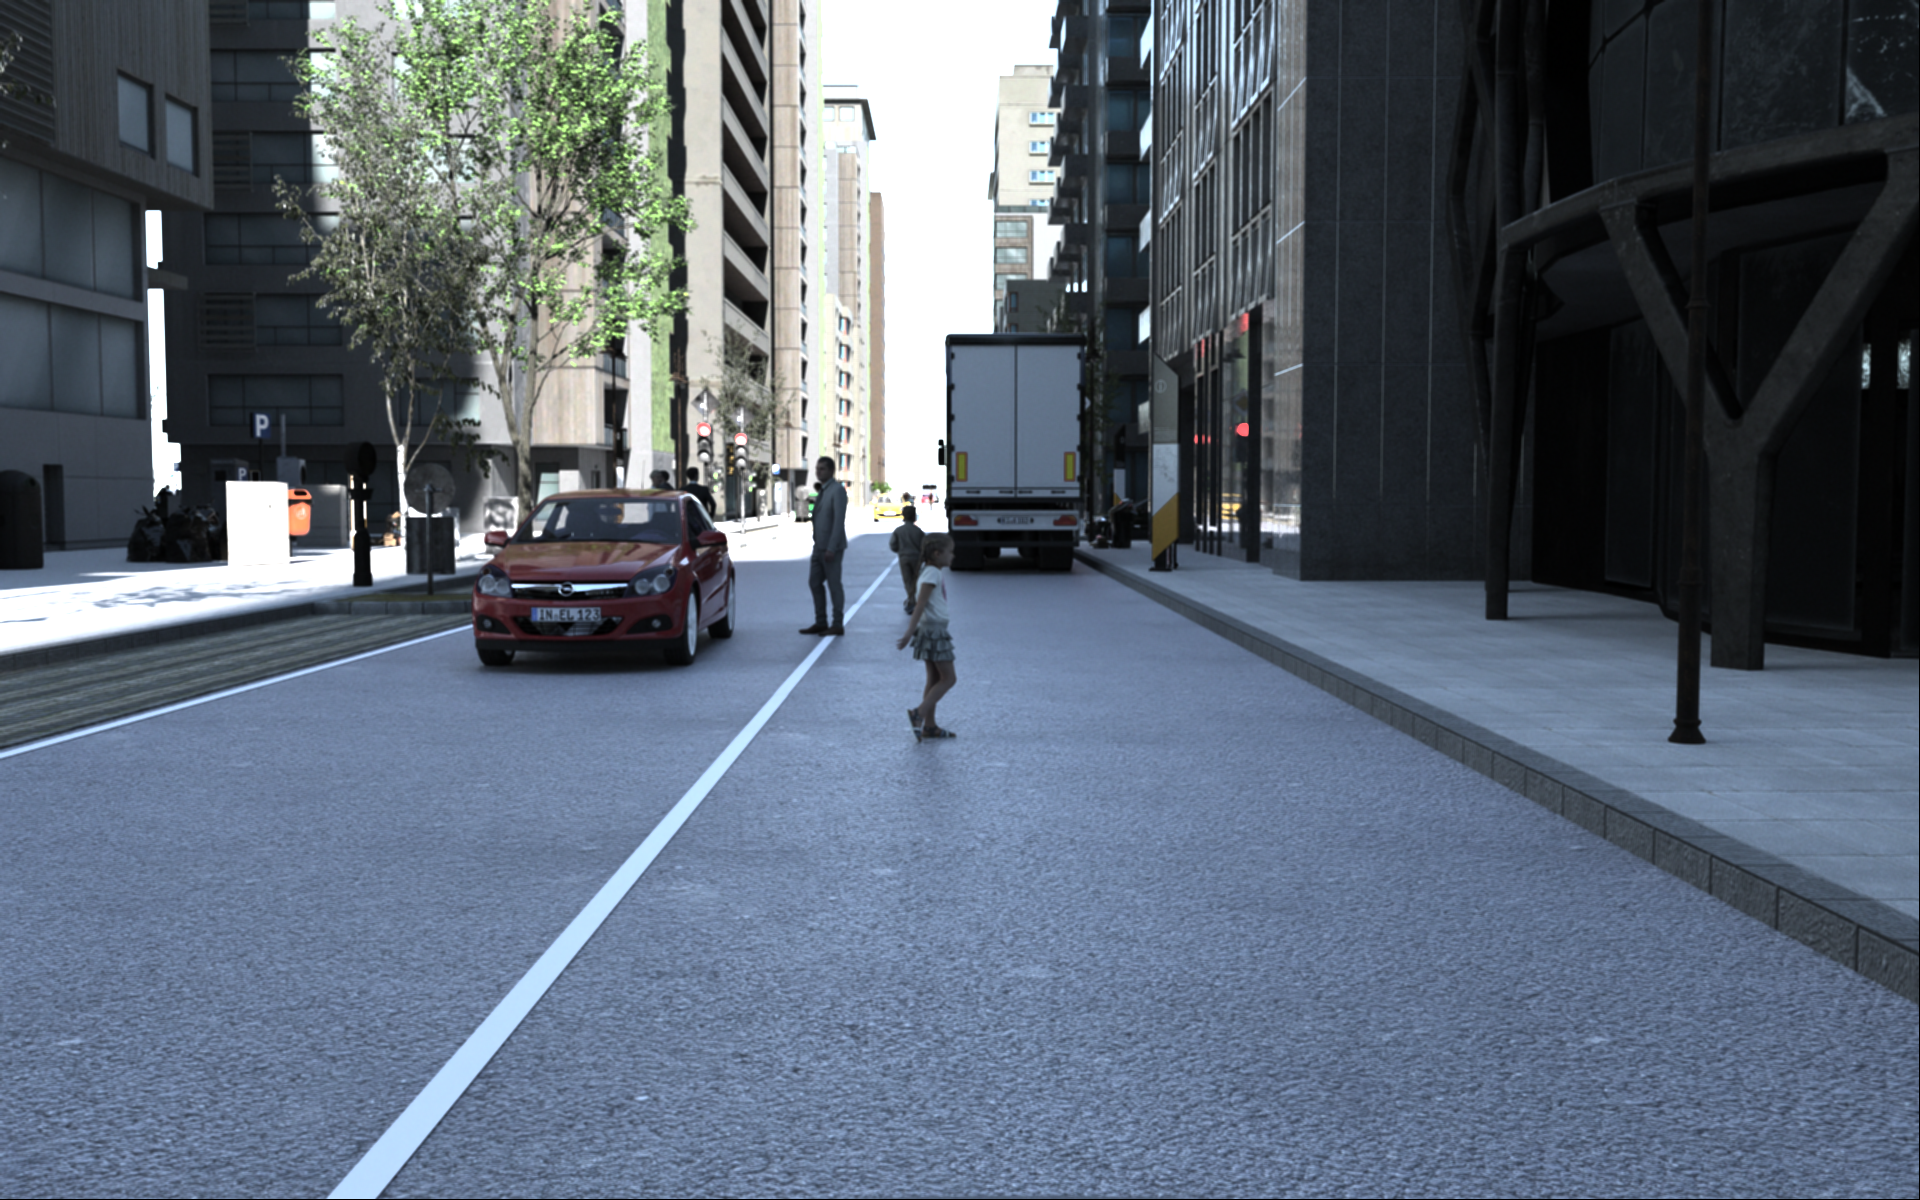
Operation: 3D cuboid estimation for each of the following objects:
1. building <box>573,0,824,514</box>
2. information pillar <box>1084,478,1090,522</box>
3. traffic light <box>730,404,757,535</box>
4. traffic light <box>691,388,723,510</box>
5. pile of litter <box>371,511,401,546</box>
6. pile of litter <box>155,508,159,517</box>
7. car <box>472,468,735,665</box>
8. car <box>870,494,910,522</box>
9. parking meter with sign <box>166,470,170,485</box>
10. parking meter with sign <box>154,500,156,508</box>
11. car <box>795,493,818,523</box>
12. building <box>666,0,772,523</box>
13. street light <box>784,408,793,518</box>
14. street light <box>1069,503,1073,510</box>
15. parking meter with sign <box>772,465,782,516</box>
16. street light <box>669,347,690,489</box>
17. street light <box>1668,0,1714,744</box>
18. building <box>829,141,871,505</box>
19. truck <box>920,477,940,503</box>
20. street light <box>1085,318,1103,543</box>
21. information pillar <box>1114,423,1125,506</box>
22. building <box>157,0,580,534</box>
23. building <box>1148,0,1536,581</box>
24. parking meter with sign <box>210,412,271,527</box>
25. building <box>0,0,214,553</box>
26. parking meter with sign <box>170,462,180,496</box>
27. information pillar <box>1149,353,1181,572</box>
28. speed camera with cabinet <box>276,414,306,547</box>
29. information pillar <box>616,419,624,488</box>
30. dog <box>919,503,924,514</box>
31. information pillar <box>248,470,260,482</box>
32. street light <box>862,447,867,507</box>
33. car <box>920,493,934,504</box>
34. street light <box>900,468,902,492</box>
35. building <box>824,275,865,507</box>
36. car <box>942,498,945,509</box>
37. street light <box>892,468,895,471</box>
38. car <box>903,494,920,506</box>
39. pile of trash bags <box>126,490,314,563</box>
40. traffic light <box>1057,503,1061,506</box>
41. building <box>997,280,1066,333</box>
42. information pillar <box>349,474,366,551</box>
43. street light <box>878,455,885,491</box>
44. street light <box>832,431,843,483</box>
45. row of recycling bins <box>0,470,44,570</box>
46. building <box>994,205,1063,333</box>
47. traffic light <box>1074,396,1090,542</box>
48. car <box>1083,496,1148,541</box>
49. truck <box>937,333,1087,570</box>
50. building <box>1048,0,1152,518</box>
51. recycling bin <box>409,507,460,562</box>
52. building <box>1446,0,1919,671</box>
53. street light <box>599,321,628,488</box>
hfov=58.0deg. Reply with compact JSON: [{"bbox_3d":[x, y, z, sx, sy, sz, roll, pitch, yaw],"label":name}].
[{"bbox_3d":[-16.397,-26.288,113.399,14.154,41.232,14.086,0,4,0],"label":"building"},{"bbox_3d":[5.944,-4.640,80.358,0.304,2.012,0.304,-1,4,-11],"label":"information pillar"},{"bbox_3d":[-6.753,-3.975,53.914,0.839,4.253,0.868,0,4,0],"label":"traffic light"},{"bbox_3d":[-6.719,-3.487,45.929,0.839,4.253,0.868,0,4,0],"label":"traffic light"},{"bbox_3d":[-14.292,-1.785,43.144,1.176,0.858,1.719,-2,4,-30],"label":"pile of litter"},{"bbox_3d":[-29.506,-3.054,63.899,1.176,0.858,1.719,1,4,17],"label":"pile of litter"},{"bbox_3d":[-3.145,-0.416,15.845,2.155,1.783,4.494,0,4,-1],"label":"car"},{"bbox_3d":[-3.568,-4.798,88.678,2.015,1.641,3.980,0,4,-1],"label":"car"},{"bbox_3d":[-56.143,-7.793,123.676,0.543,3.016,1.738,-3,5,-39],"label":"parking meter with sign"},{"bbox_3d":[-53.532,-7.183,113.695,0.543,3.016,1.738,1,4,19],"label":"parking meter with sign"},{"bbox_3d":[-6.600,-4.367,80.194,1.959,1.807,4.718,0,4,1],"label":"car"},{"bbox_3d":[-21.223,-28.276,86.022,21.300,48.544,21.600,0,4,0],"label":"building"},{"bbox_3d":[-9.006,-7.223,90.881,0.468,5.910,1.993,0,4,0],"label":"street light"},{"bbox_3d":[3.566,-5.063,55.569,0.468,5.910,1.993,0,4,0],"label":"street light"},{"bbox_3d":[-10.795,-6.469,102.030,0.543,3.016,1.738,-1,4,-14],"label":"parking meter with sign"},{"bbox_3d":[-8.829,-5.002,54.570,0.468,5.910,1.993,0,4,0],"label":"street light"},{"bbox_3d":[3.761,-2.201,8.781,0.468,5.910,1.993,0,4,0],"label":"street light"},{"bbox_3d":[-17.505,-31.271,194.875,14.154,41.232,14.086,0,4,0],"label":"building"},{"bbox_3d":[-4.617,-17.402,274.287,2.967,4.110,18.799,0,4,0],"label":"truck"},{"bbox_3d":[3.465,-4.455,45.624,0.468,5.910,1.993,0,4,0],"label":"street light"},{"bbox_3d":[5.283,-4.031,57.265,0.504,3.616,0.183,-3,5,-43],"label":"information pillar"},{"bbox_3d":[-18.247,-23.050,60.463,14.154,41.232,14.086,0,4,0],"label":"building"},{"bbox_3d":[10.978,-13.254,34.728,12.078,24.808,19.932,0,4,0],"label":"building"},{"bbox_3d":[-15.802,-2.523,37.505,1.738,3.016,0.543,1,4,18],"label":"parking meter with sign"},{"bbox_3d":[-32.333,-26.997,30.642,27.495,52.752,28.713,0,4,0],"label":"building"},{"bbox_3d":[-41.713,-5.977,93.985,0.543,3.016,1.738,2,4,33],"label":"parking meter with sign"},{"bbox_3d":[3.402,-2.281,28.649,0.504,3.616,0.183,3,4,36],"label":"information pillar"},{"bbox_3d":[-16.502,-2.940,42.405,0.660,3.252,2.038,-1,4,-10],"label":"speed camera with cabinet"},{"bbox_3d":[-10.496,-3.786,53.257,0.183,3.616,0.504,1,4,15],"label":"information pillar"},{"bbox_3d":[-2.656,-6.523,123.479,0.800,0.831,0.513,-3,5,-40],"label":"dog"},{"bbox_3d":[-22.029,-3.031,54.056,0.304,2.012,0.304,-3,5,-45],"label":"information pillar"},{"bbox_3d":[-9.273,-11.879,167.017,0.468,5.910,1.993,0,4,0],"label":"street light"},{"bbox_3d":[-4.603,-14.315,243.087,2.155,1.783,4.494,0,4,0],"label":"car"},{"bbox_3d":[-9.745,-19.251,287.538,0.468,5.910,1.993,0,4,0],"label":"street light"},{"bbox_3d":[-24.178,-20.120,173.996,27.650,21.520,28.899,0,4,0],"label":"building"},{"bbox_3d":[-0.689,-9.519,165.423,2.009,1.686,4.222,0,3,0],"label":"car"},{"bbox_3d":[-9.558,-17.013,250.949,0.468,5.910,1.993,0,4,0],"label":"street light"},{"bbox_3d":[-4.526,-8.895,155.215,2.009,1.686,4.222,0,4,1],"label":"car"},{"bbox_3d":[-14.190,-1.461,33.640,1.912,1.369,3.447,3,4,39],"label":"pile of trash bags"},{"bbox_3d":[3.058,-3.979,53.971,0.839,4.253,0.868,0,4,0],"label":"traffic light"},{"bbox_3d":[17.491,-18.909,154.203,27.650,21.520,28.899,0,4,0],"label":"building"},{"bbox_3d":[-13.502,-2.099,38.815,0.304,2.012,0.304,-2,4,-30],"label":"information pillar"},{"bbox_3d":[-9.530,-14.792,214.637,0.468,5.910,1.993,0,4,0],"label":"street light"},{"bbox_3d":[-9.123,-9.659,130.705,0.468,5.910,1.993,0,4,0],"label":"street light"},{"bbox_3d":[-16.916,-1.306,28.474,1.069,1.692,3.534,2,4,29],"label":"row of recycling bins"},{"bbox_3d":[10.395,-24.689,175.363,14.160,30.474,14.107,0,4,0],"label":"building"},{"bbox_3d":[3.092,-3.490,45.986,0.839,4.253,0.868,0,4,0],"label":"traffic light"},{"bbox_3d":[5.681,-2.470,50.172,4.222,1.686,2.009,0,4,-1],"label":"car"},{"bbox_3d":[0.928,-2.867,35.783,2.839,4.237,11.283,0,4,0],"label":"truck"},{"bbox_3d":[16.410,-29.150,96.212,23.786,49.044,30.456,0,4,0],"label":"building"},{"bbox_3d":[-9.892,-1.222,32.530,0.722,1.027,0.722,3,5,40],"label":"recycling bin"},{"bbox_3d":[13.487,-9.100,16.245,16.820,18.784,16.811,0,4,0],"label":"building"},{"bbox_3d":[-8.814,-4.366,44.177,0.468,5.910,1.993,0,4,0],"label":"street light"}]
